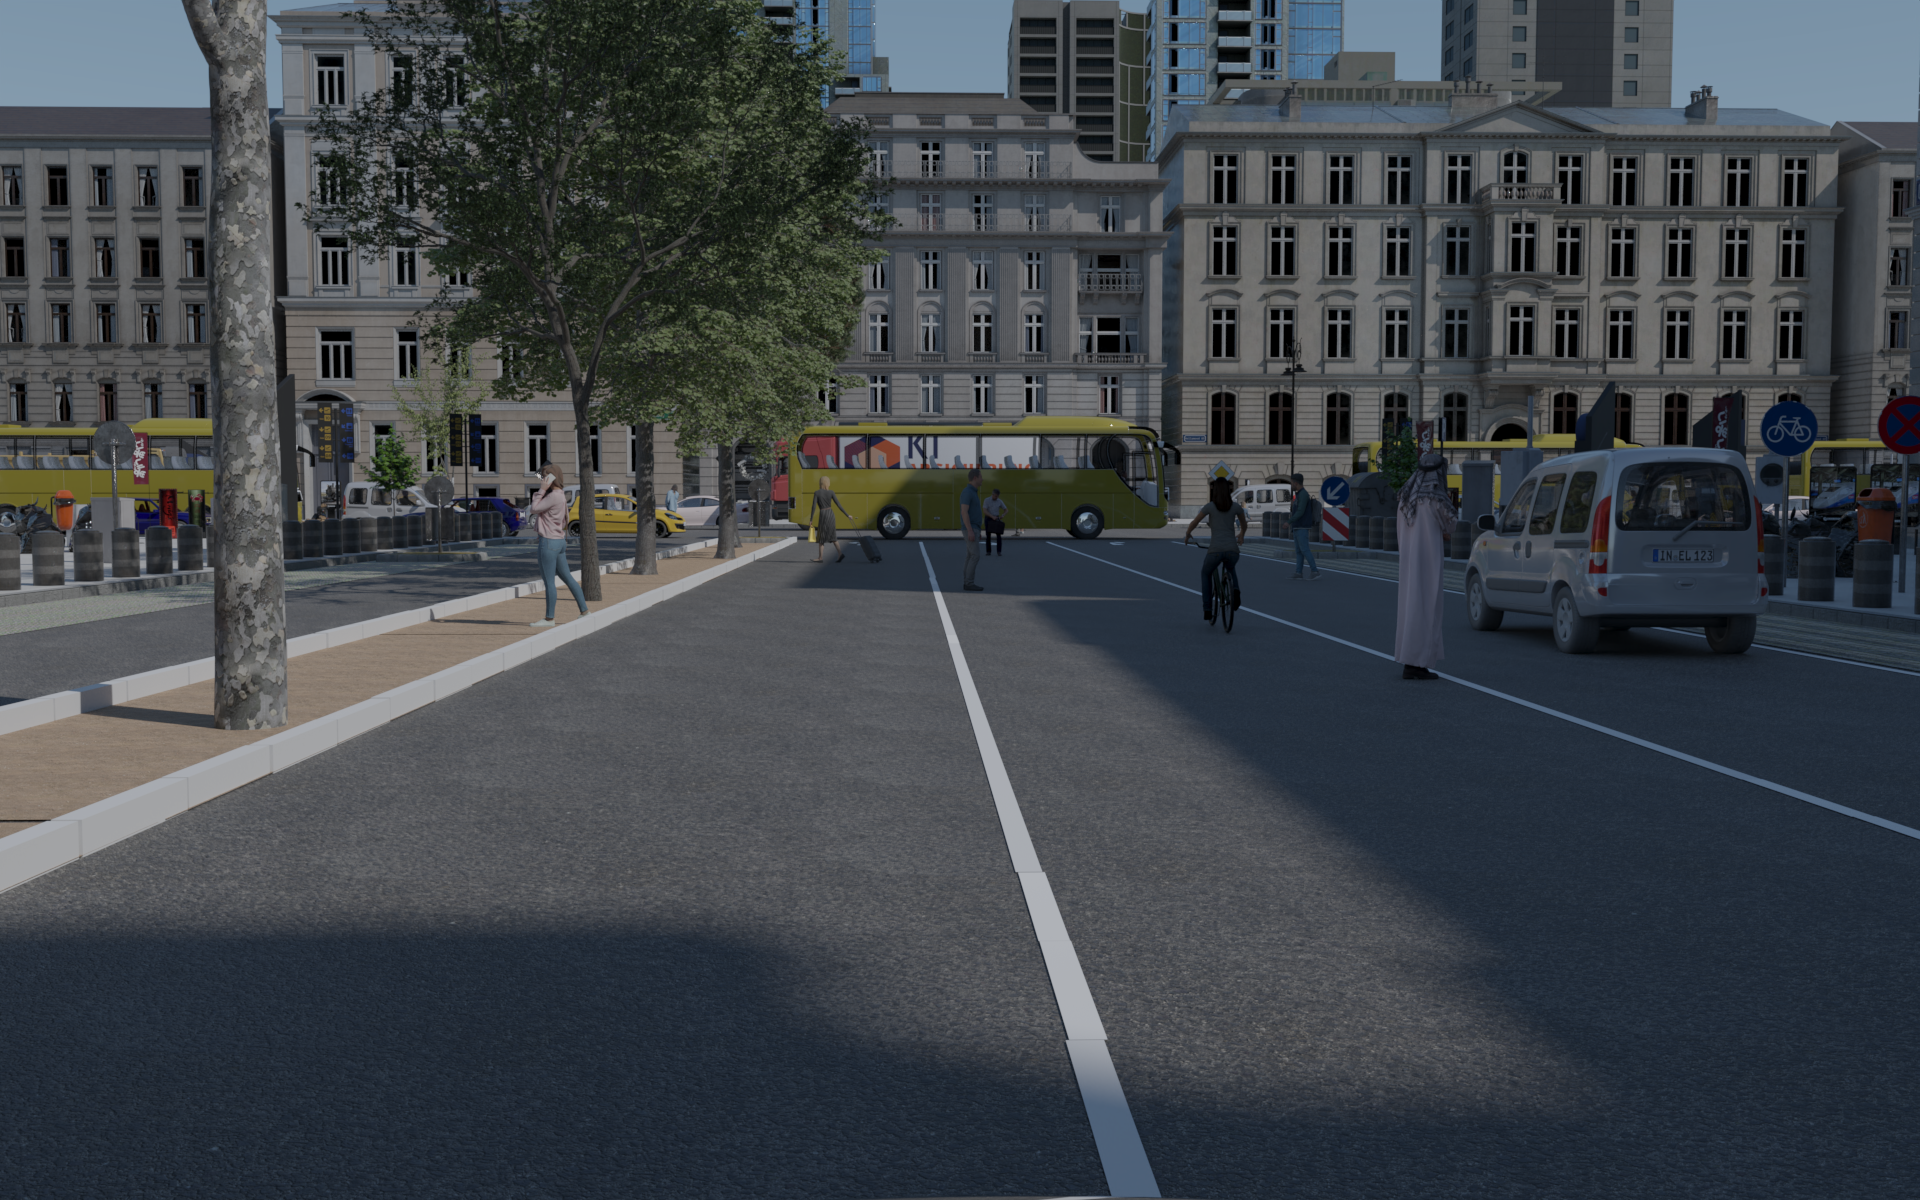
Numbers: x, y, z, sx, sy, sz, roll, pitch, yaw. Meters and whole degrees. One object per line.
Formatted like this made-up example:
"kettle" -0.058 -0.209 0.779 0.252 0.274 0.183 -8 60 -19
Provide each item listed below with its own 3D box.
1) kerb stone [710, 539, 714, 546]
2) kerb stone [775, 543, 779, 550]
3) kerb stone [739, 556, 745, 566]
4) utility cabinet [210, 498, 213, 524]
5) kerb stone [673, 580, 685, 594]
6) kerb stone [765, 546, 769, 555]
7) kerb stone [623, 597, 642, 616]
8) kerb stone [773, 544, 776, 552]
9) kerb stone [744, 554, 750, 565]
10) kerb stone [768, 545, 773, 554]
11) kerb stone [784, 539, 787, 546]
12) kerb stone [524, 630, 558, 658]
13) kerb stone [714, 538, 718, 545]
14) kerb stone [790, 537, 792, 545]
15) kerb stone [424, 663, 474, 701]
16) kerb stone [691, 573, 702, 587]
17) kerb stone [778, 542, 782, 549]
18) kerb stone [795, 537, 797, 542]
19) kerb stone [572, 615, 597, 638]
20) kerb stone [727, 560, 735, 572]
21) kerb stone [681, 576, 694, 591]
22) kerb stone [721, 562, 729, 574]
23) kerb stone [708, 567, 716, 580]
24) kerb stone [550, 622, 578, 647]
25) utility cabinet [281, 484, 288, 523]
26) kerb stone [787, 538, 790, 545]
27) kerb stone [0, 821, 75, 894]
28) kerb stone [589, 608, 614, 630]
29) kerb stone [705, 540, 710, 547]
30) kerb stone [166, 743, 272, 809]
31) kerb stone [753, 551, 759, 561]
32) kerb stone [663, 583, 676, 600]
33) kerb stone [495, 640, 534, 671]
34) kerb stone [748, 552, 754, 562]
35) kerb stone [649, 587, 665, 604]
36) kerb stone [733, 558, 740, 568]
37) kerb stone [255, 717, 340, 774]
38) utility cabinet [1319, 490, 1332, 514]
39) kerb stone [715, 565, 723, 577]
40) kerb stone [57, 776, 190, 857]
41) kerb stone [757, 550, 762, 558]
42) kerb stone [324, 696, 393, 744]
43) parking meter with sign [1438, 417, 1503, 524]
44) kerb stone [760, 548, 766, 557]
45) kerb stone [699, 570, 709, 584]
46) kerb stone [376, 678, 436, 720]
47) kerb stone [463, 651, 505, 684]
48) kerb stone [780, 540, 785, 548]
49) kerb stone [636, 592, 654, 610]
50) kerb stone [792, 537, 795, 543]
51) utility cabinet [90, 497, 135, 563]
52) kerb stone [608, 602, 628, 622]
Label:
"kerb stone" -6.911 -1.538 47.342 0.120 0.150 1.000 0 4 -2
"kerb stone" -4.688 -1.287 43.281 0.120 0.150 1.000 0 4 -2
"kerb stone" -4.379 -0.718 34.022 0.120 0.150 1.000 0 4 -2
"utility cabinet" -14.212 -1.409 34.193 1.020 1.237 0.306 -3 4 -38
"kerb stone" -4.094 -0.156 24.783 0.120 0.150 1.000 0 4 -2
"kerb stone" -4.582 -1.101 40.197 0.120 0.150 1.000 0 4 -2
"kerb stone" -3.962 0.094 20.665 0.120 0.150 1.000 0 4 -2
"kerb stone" -4.647 -1.227 42.257 0.120 0.150 1.000 0 4 -2
"kerb stone" -4.412 -0.785 35.054 0.120 0.150 1.000 0 4 -2
"kerb stone" -4.614 -1.164 41.221 0.120 0.150 1.000 0 4 -2
"kerb stone" -4.783 -1.479 46.385 0.120 0.150 1.000 0 4 -2
"kerb stone" -3.793 0.408 15.529 0.120 0.150 1.000 0 4 -2
"kerb stone" -6.948 -1.601 48.367 0.120 0.150 1.000 0 4 -2
"kerb stone" -4.850 -1.606 48.446 0.120 0.150 1.000 0 4 -2
"kerb stone" -3.695 0.596 12.450 0.120 0.150 1.000 0 4 -2
"kerb stone" -4.156 -0.284 26.837 0.120 0.150 1.000 0 4 -2
"kerb stone" -4.723 -1.348 44.324 0.120 0.150 1.000 0 4 -2
"kerb stone" -4.912 -1.732 50.506 0.120 0.150 1.000 0 4 -2
"kerb stone" -3.860 0.285 17.582 0.120 0.150 1.000 0 4 -2
"kerb stone" -4.317 -0.595 31.972 0.120 0.150 1.000 0 4 -2
"kerb stone" -4.119 -0.221 25.810 0.120 0.150 1.000 0 4 -2
"kerb stone" -4.292 -0.533 30.948 0.120 0.150 1.000 0 4 -2
"kerb stone" -4.226 -0.407 28.892 0.120 0.150 1.000 0 4 -2
"kerb stone" -3.830 0.345 16.557 0.120 0.150 1.000 0 4 -2
"utility cabinet" -14.308 -1.632 35.356 1.173 1.500 0.318 1 4 15
"kerb stone" -4.819 -1.543 47.421 0.120 0.150 1.000 0 4 -2
"kerb stone" -3.504 0.972 6.298 0.120 0.150 1.000 0 4 -2
"kerb stone" -3.892 0.219 18.616 0.120 0.150 1.000 0 4 -2
"kerb stone" -6.880 -1.473 46.312 0.120 0.150 1.000 0 4 -2
"kerb stone" -3.571 0.847 8.347 0.120 0.150 1.000 0 4 -2
"kerb stone" -4.474 -0.912 37.103 0.120 0.150 1.000 0 4 -2
"kerb stone" -4.057 -0.095 23.750 0.120 0.150 1.000 0 4 -2
"kerb stone" -3.761 0.470 14.505 0.120 0.150 1.000 0 4 -2
"kerb stone" -4.446 -0.849 36.078 0.120 0.150 1.000 0 4 -2
"kerb stone" -4.032 -0.032 22.723 0.120 0.150 1.000 0 4 -2
"kerb stone" -4.353 -0.661 32.996 0.120 0.150 1.000 0 4 -2
"kerb stone" -3.595 0.786 9.372 0.120 0.150 1.000 0 4 -2
"utility cabinet" 17.690 -4.604 83.951 0.318 1.500 1.173 2 4 30
"kerb stone" -4.258 -0.468 29.923 0.120 0.150 1.000 0 4 -2
"kerb stone" -3.534 0.910 7.322 0.120 0.150 1.000 0 4 -2
"kerb stone" -4.521 -0.974 38.133 0.120 0.150 1.000 0 4 -2
"kerb stone" -3.631 0.726 10.398 0.120 0.150 1.000 0 4 -2
"parking meter with sign" 11.701 -2.618 39.066 1.738 3.016 0.543 2 4 24
"kerb stone" -4.551 -1.038 39.165 0.120 0.150 1.000 0 4 -2
"kerb stone" -4.189 -0.347 27.863 0.120 0.150 1.000 0 4 -2
"kerb stone" -3.669 0.659 11.424 0.120 0.150 1.000 0 4 -2
"kerb stone" -3.733 0.533 13.474 0.120 0.150 1.000 0 4 -2
"kerb stone" -4.741 -1.416 45.354 0.120 0.150 1.000 0 4 -2
"kerb stone" -3.992 0.031 21.689 0.120 0.150 1.000 0 4 -2
"kerb stone" -4.875 -1.669 49.482 0.120 0.150 1.000 0 4 -2
"utility cabinet" -15.726 -1.286 32.184 1.020 1.237 0.306 2 4 35
"kerb stone" -3.931 0.160 19.640 0.120 0.150 1.000 0 4 -2
